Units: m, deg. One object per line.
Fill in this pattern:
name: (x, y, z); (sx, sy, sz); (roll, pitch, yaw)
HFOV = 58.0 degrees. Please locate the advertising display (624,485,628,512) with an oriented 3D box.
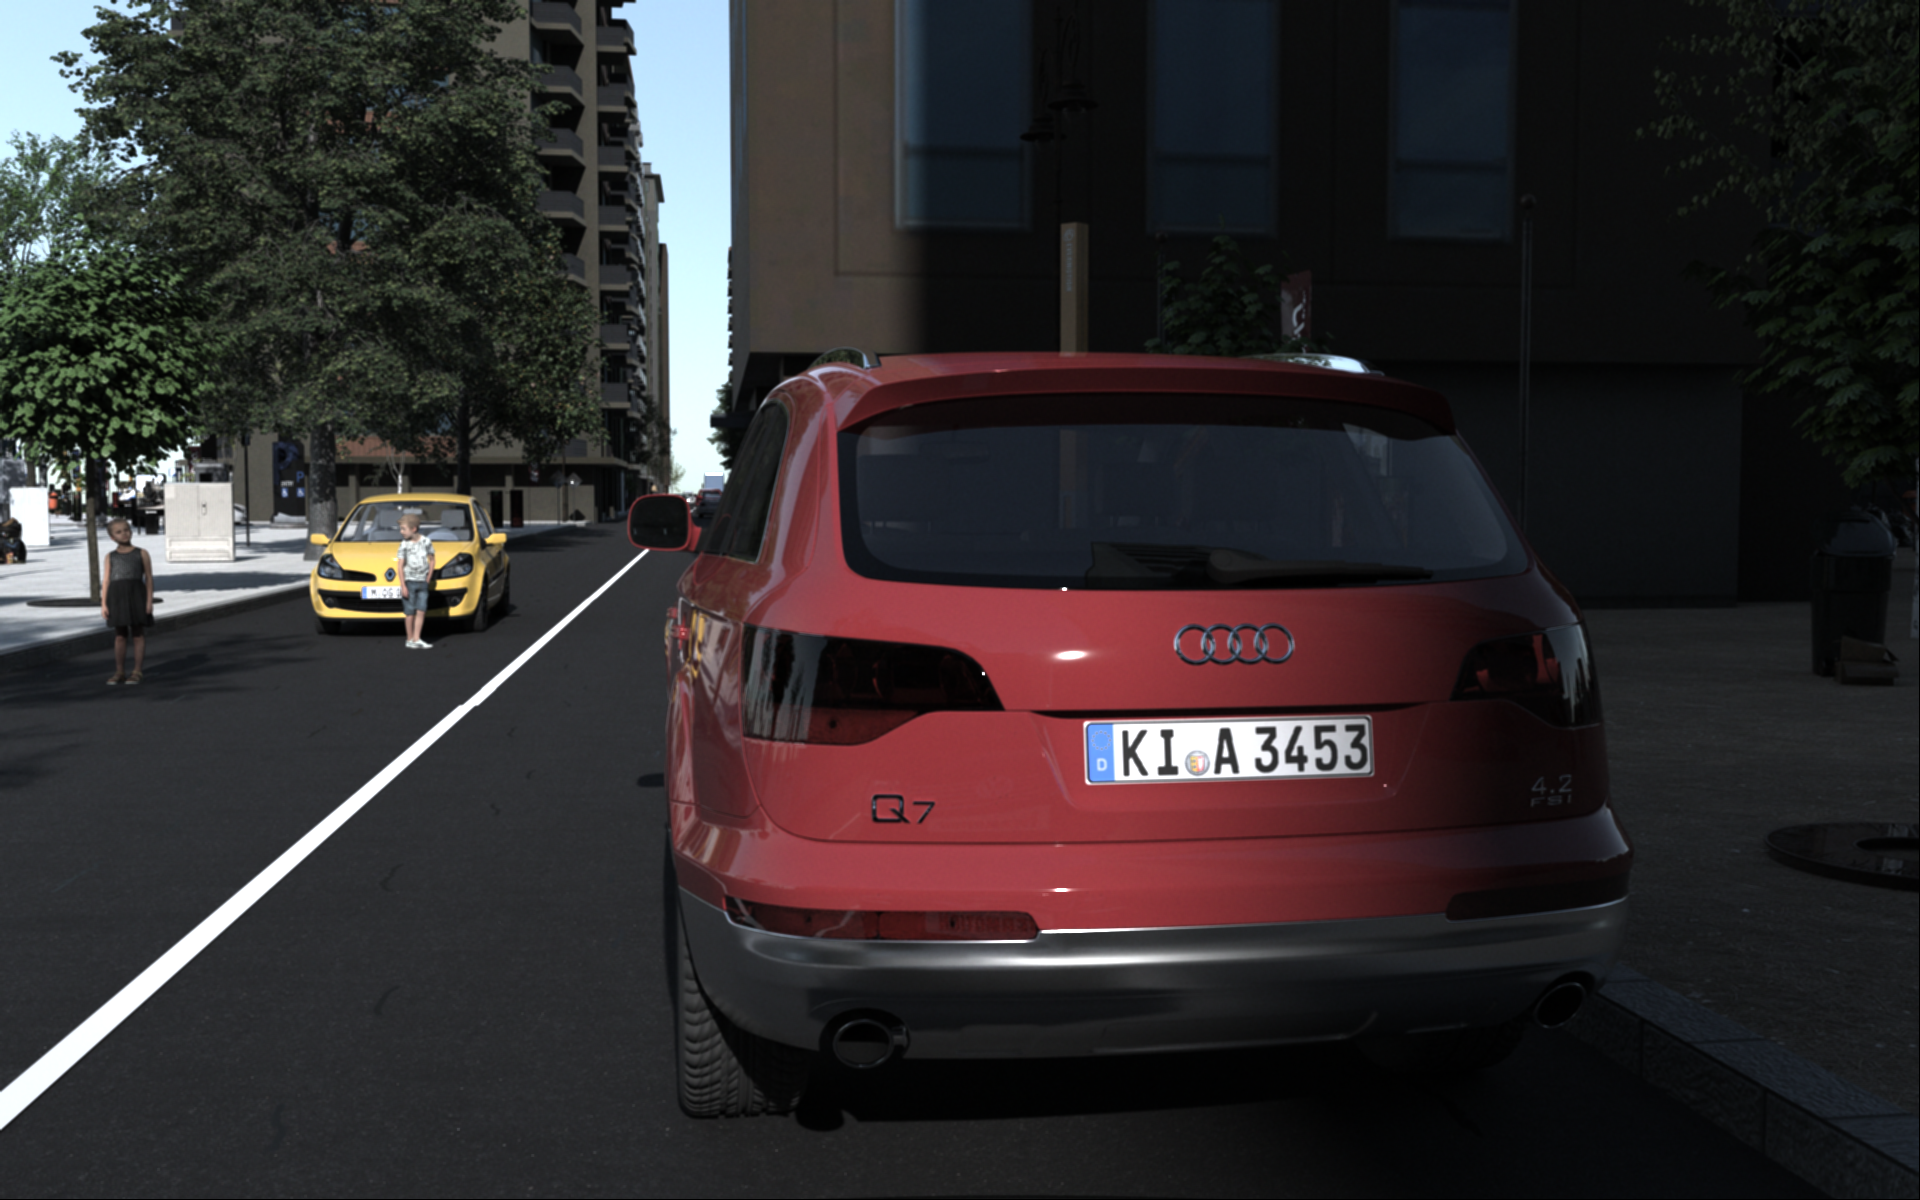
advertising display: (-24.042, -7.307, 124.687); (0.123, 1.923, 0.974); (0, 4, -4)

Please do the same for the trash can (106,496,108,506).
trash can: (-62.417, -7.006, 126.205); (0.748, 1.137, 0.748); (0, 3, 0)

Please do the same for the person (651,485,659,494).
person: (-11.868, -3.705, 69.298); (1.509, 1.804, 0.699); (-3, 5, -43)

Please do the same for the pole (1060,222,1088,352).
pole: (0.865, -1.181, 13.157); (0.158, 3.312, 0.155); (0, 3, 0)

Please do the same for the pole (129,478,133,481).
pole: (-51.627, -6.975, 107.892); (0.158, 3.312, 0.155); (0, 3, 0)

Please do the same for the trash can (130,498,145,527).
trash can: (-32.153, -3.440, 67.899); (0.748, 1.137, 0.748); (0, 3, 0)

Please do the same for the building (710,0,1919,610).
building: (3.718, -22.875, 24.119); (14.600, 45.320, 14.200); (-1, 4, -8)

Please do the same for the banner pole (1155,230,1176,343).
banner pole: (1.985, -1.634, 16.739); (0.401, 3.779, 0.863); (1, 4, 19)

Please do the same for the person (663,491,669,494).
person: (-31.659, -10.830, 186.367); (0.742, 1.727, 0.445); (-1, 4, -9)

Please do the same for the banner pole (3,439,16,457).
banner pole: (-30.170, -3.957, 54.707); (0.401, 3.779, 0.863); (2, 4, 32)

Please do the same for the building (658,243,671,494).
building: (-57.161, -39.628, 298.031); (14.600, 45.320, 14.200); (-1, 4, -8)

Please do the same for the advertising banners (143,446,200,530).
advertising banners: (-28.483, -4.068, 62.697); (2.074, 3.025, 0.090); (-1, 4, -15)

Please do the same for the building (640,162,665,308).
building: (-61.717, -42.012, 276.130); (28.713, 52.752, 27.495); (-1, 4, -8)

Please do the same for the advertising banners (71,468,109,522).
advertising banners: (-40.279, -5.135, 80.145); (2.074, 3.025, 0.090); (1, 4, 16)

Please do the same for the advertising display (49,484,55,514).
advertising display: (-57.950, -6.444, 110.574); (0.123, 1.923, 0.974); (-1, 4, -16)

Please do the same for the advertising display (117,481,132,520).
advertising display: (-41.575, -4.977, 86.581); (0.974, 1.923, 0.123); (-2, 4, -27)

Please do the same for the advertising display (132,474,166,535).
advertising display: (-25.564, -3.029, 54.741); (0.974, 1.923, 0.123); (0, 4, 4)

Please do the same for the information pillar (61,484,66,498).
information pillar: (-67.560, -7.710, 130.555); (0.304, 2.012, 0.304); (-3, 4, -36)

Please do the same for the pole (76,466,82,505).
pole: (-65.166, -8.199, 127.896); (0.158, 3.312, 0.155); (0, 3, 0)

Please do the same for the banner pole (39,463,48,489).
banner pole: (-53.226, -6.757, 100.490); (0.401, 3.779, 0.863); (1, 4, 11)

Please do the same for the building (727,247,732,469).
building: (-28.956, -39.445, 299.547); (22.147, 44.769, 28.867); (-1, 4, -8)

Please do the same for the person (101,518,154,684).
person: (-6.316, 0.002, 13.145); (0.362, 1.253, 0.373); (0, 4, -7)

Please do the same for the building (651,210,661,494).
building: (-49.373, -34.145, 241.864); (14.154, 41.232, 14.086); (-1, 4, -8)

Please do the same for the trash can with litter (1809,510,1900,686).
trash can with litter: (6.261, -0.035, 11.968); (0.624, 1.170, 1.055); (1, 4, 13)

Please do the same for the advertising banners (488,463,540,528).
advertising banners: (-17.022, -4.290, 66.336); (2.074, 3.025, 0.090); (-2, 4, -27)

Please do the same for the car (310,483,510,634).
car: (-5.963, -0.539, 19.033); (2.015, 1.641, 3.980); (-1, 4, -9)

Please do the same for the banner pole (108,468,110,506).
banner pole: (-65.317, -8.725, 132.672); (0.863, 3.779, 0.401); (2, 4, 29)

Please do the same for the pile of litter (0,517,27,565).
pile of litter: (-17.831, -1.102, 31.980); (1.176, 0.858, 1.719); (-1, 4, -11)

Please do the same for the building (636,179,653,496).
building: (-46.504, -32.641, 217.279); (14.154, 41.232, 14.086); (-1, 4, -8)

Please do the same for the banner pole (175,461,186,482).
banner pole: (-51.284, -7.592, 114.151); (0.863, 3.779, 0.401); (-3, 5, -44)

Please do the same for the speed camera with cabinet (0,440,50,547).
speed camera with cabinet: (-23.115, -2.952, 42.601); (2.038, 3.252, 0.660); (3, 5, 41)

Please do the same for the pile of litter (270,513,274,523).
pile of litter: (-30.009, -3.870, 77.244); (1.176, 0.858, 1.719); (3, 5, 44)

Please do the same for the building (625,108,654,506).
building: (-46.941, -35.163, 194.521); (23.786, 49.044, 30.456); (-1, 4, -8)

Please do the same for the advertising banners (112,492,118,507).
advertising banners: (-63.782, -8.235, 130.836); (2.074, 3.025, 0.090); (0, 4, -7)

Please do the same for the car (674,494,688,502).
car: (-29.023, -10.190, 178.399); (2.131, 1.459, 4.920); (0, 4, -7)

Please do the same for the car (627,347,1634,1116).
car: (0.066, 0.184, 5.664); (2.281, 1.827, 5.304); (-1, 4, -10)

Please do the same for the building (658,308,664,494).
building: (-51.416, -29.701, 257.311); (14.160, 30.474, 14.107); (-1, 4, -8)

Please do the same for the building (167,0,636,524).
building: (-28.707, -26.758, 92.111); (22.147, 44.769, 28.867); (-1, 4, -8)

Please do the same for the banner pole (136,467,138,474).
banner pole: (-64.747, -8.959, 136.495); (0.401, 3.779, 0.863); (0, 4, -7)

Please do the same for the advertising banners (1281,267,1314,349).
advertising banners: (2.864, -1.023, 12.913); (0.090, 3.025, 2.074); (-1, 4, -17)

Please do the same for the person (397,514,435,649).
person: (-5.053, -0.179, 16.113); (0.332, 1.250, 0.352); (0, 4, 7)

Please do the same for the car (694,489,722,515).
car: (-17.757, -6.992, 122.993); (2.281, 1.827, 5.304); (-1, 4, -8)

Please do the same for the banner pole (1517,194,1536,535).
banner pole: (4.803, -1.514, 14.766); (0.401, 3.779, 0.863); (1, 4, 18)

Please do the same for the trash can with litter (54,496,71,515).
trash can with litter: (-55.056, -5.800, 106.216); (1.055, 1.170, 0.624); (0, 4, 5)

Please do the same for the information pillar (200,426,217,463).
information pillar: (-23.045, -3.778, 53.130); (0.504, 3.616, 0.183); (-3, 5, -42)

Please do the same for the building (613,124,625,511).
building: (-31.682, -21.552, 124.075); (14.160, 30.474, 14.107); (-1, 4, -8)

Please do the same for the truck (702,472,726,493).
truck: (-29.464, -13.386, 208.614); (2.967, 4.110, 18.799); (-1, 4, -9)

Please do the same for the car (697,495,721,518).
car: (-14.907, -5.662, 104.928); (2.083, 1.381, 4.827); (-1, 4, -9)

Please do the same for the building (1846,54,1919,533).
building: (28.390, -38.295, 64.373); (20.611, 71.187, 20.563); (-1, 4, -8)
